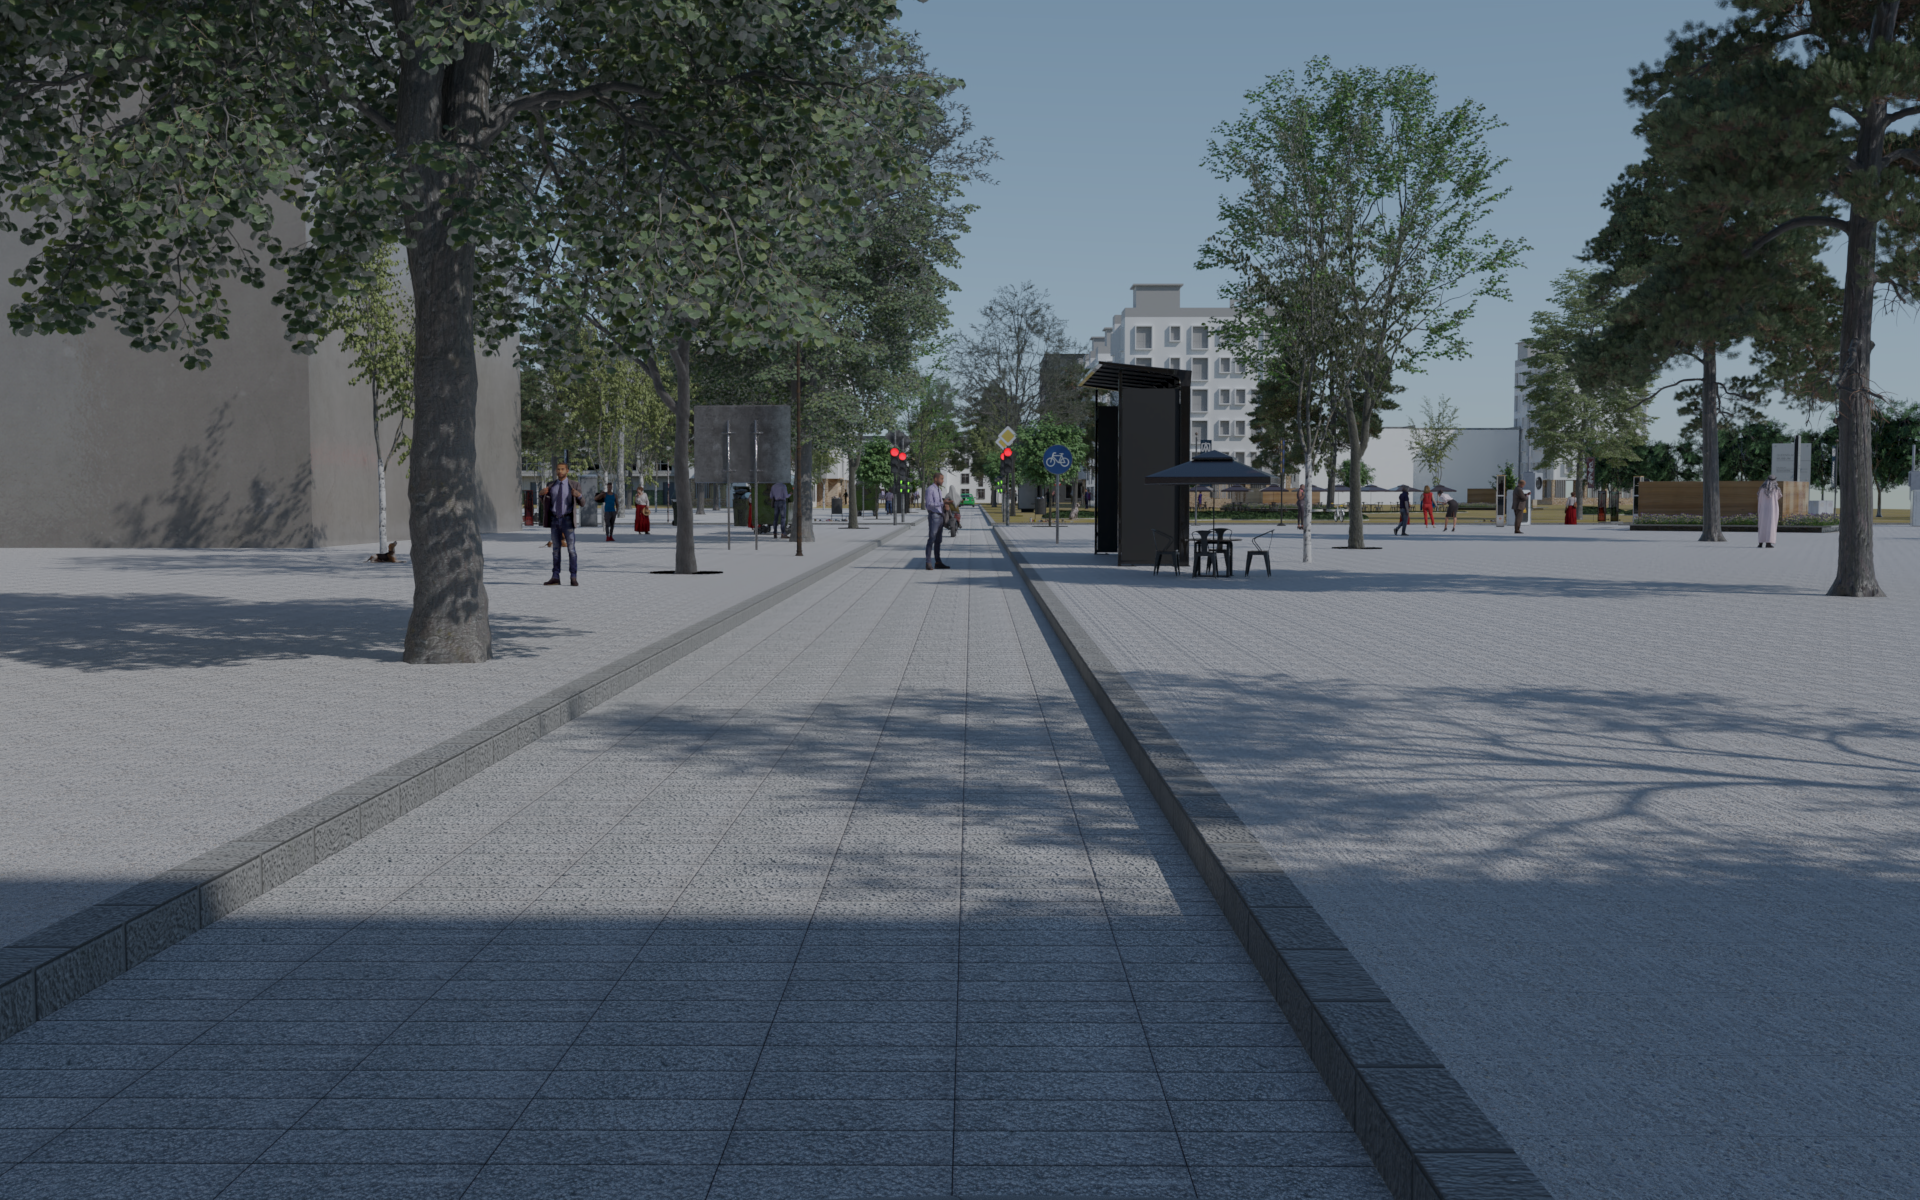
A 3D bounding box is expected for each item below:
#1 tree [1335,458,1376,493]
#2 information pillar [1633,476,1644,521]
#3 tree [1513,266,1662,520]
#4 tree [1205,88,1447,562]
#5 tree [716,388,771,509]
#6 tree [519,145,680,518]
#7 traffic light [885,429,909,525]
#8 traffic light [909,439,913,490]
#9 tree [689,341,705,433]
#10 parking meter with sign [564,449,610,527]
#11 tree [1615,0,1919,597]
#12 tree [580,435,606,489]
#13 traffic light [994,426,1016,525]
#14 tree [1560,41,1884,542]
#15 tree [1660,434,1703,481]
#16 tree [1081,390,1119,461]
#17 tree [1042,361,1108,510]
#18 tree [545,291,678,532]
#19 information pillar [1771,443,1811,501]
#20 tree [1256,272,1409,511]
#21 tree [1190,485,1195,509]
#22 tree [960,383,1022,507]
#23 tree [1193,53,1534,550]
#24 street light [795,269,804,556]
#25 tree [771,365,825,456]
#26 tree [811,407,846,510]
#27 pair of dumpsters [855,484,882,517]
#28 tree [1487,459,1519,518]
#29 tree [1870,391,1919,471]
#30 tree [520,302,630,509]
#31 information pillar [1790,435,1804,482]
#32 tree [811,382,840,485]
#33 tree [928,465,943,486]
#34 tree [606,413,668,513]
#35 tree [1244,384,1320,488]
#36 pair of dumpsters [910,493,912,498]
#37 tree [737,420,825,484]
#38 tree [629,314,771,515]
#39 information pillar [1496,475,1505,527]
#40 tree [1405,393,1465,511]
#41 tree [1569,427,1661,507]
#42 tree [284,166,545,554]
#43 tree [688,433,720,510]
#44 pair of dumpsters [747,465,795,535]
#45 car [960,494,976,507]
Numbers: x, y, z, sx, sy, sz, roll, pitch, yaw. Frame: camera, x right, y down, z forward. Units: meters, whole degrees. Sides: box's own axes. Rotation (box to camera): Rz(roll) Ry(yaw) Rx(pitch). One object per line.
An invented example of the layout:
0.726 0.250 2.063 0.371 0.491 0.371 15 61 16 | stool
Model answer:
31.056 -9.374 136.972 4.285 4.588 4.351 0 3 0 | tree
27.981 -4.096 71.466 0.304 2.012 0.304 3 5 43 | information pillar
31.408 -10.317 86.813 7.486 12.596 7.792 0 3 0 | tree
6.771 -5.012 32.303 4.360 8.622 3.978 0 3 0 | tree
-9.980 -8.056 82.077 4.360 8.622 3.978 0 3 0 | tree
-18.648 -14.555 93.861 12.611 20.169 13.585 0 3 0 | tree
-2.632 -4.979 70.655 0.839 4.213 0.868 0 4 0 | traffic light
-2.577 -5.468 78.640 0.839 4.213 0.868 0 4 0 | traffic light
-11.555 -6.947 63.943 4.737 8.622 4.395 0 3 0 | tree
-14.556 -4.377 67.820 1.738 3.016 0.543 -1 4 -22 | parking meter with sign
11.248 -6.084 21.534 6.751 12.117 7.091 0 3 0 | tree
-26.697 -11.097 131.802 4.360 8.622 3.978 0 3 0 | tree
1.929 -4.978 70.639 0.839 4.213 0.868 0 4 0 | traffic light
20.075 -8.512 46.591 7.806 13.903 7.818 0 3 0 | tree
55.422 -9.483 117.960 11.467 7.101 20.602 1 4 15 | tree
12.432 -12.092 132.124 7.601 10.594 8.767 -2 4 -24 | tree
9.438 -13.378 140.779 6.751 12.117 7.091 0 3 0 | tree
-12.125 -6.642 58.957 4.737 8.622 4.395 0 3 0 | tree
38.586 -5.453 80.468 1.656 3.620 0.184 1 4 18 | information pillar
20.351 -11.449 94.611 7.806 13.903 7.818 0 3 0 | tree
19.811 -10.268 151.590 4.285 4.588 4.351 0 3 0 | tree
3.386 -14.928 166.123 6.751 12.117 7.091 0 3 0 | tree
9.304 -7.004 40.270 9.928 11.665 9.643 0 3 0 | tree
-3.328 -3.847 35.689 0.468 5.910 1.993 0 4 0 | street light
-12.540 -12.855 117.603 7.806 13.903 7.818 0 3 0 | tree
-10.826 -11.487 138.167 4.737 8.622 4.395 0 3 0 | tree
-5.351 -5.956 99.874 1.574 2.255 4.436 0 4 0 | pair of dumpsters
29.801 -6.094 94.234 1.663 3.219 1.824 0 3 0 | tree
53.338 -8.014 93.936 11.467 7.101 20.602 -1 4 -20 | tree
-25.868 -12.413 110.370 7.806 13.903 7.818 0 3 0 | tree
33.671 -4.795 69.721 0.184 3.620 1.656 2 4 28 | information pillar
-13.221 -13.874 144.960 7.486 12.596 7.792 0 3 0 | tree
-3.197 -12.225 183.588 4.285 4.588 4.351 0 3 0 | tree
-21.193 -10.330 119.258 4.360 8.622 3.978 0 3 0 | tree
27.299 -13.720 146.372 6.751 12.117 7.091 0 3 0 | tree
-4.253 -7.365 122.913 1.574 2.255 4.436 0 4 0 | pair of dumpsters
-13.001 -12.570 127.578 6.751 12.117 7.091 0 3 0 | tree
-15.993 -12.238 107.517 7.806 13.903 7.818 0 3 0 | tree
20.972 -3.836 67.216 0.304 2.012 0.304 1 4 13 | information pillar
34.590 -10.745 126.036 4.737 8.622 4.395 0 3 0 | tree
55.833 -11.016 143.021 11.467 7.101 20.602 0 4 8 | tree
-12.167 -5.298 36.985 4.737 8.622 4.395 0 3 0 | tree
-19.166 -13.076 135.844 6.751 12.117 7.091 0 3 0 | tree
-5.930 -3.278 56.089 1.574 2.255 4.436 0 4 1 | pair of dumpsters
0.708 -10.863 186.411 1.959 1.807 4.718 0 4 1 | car
